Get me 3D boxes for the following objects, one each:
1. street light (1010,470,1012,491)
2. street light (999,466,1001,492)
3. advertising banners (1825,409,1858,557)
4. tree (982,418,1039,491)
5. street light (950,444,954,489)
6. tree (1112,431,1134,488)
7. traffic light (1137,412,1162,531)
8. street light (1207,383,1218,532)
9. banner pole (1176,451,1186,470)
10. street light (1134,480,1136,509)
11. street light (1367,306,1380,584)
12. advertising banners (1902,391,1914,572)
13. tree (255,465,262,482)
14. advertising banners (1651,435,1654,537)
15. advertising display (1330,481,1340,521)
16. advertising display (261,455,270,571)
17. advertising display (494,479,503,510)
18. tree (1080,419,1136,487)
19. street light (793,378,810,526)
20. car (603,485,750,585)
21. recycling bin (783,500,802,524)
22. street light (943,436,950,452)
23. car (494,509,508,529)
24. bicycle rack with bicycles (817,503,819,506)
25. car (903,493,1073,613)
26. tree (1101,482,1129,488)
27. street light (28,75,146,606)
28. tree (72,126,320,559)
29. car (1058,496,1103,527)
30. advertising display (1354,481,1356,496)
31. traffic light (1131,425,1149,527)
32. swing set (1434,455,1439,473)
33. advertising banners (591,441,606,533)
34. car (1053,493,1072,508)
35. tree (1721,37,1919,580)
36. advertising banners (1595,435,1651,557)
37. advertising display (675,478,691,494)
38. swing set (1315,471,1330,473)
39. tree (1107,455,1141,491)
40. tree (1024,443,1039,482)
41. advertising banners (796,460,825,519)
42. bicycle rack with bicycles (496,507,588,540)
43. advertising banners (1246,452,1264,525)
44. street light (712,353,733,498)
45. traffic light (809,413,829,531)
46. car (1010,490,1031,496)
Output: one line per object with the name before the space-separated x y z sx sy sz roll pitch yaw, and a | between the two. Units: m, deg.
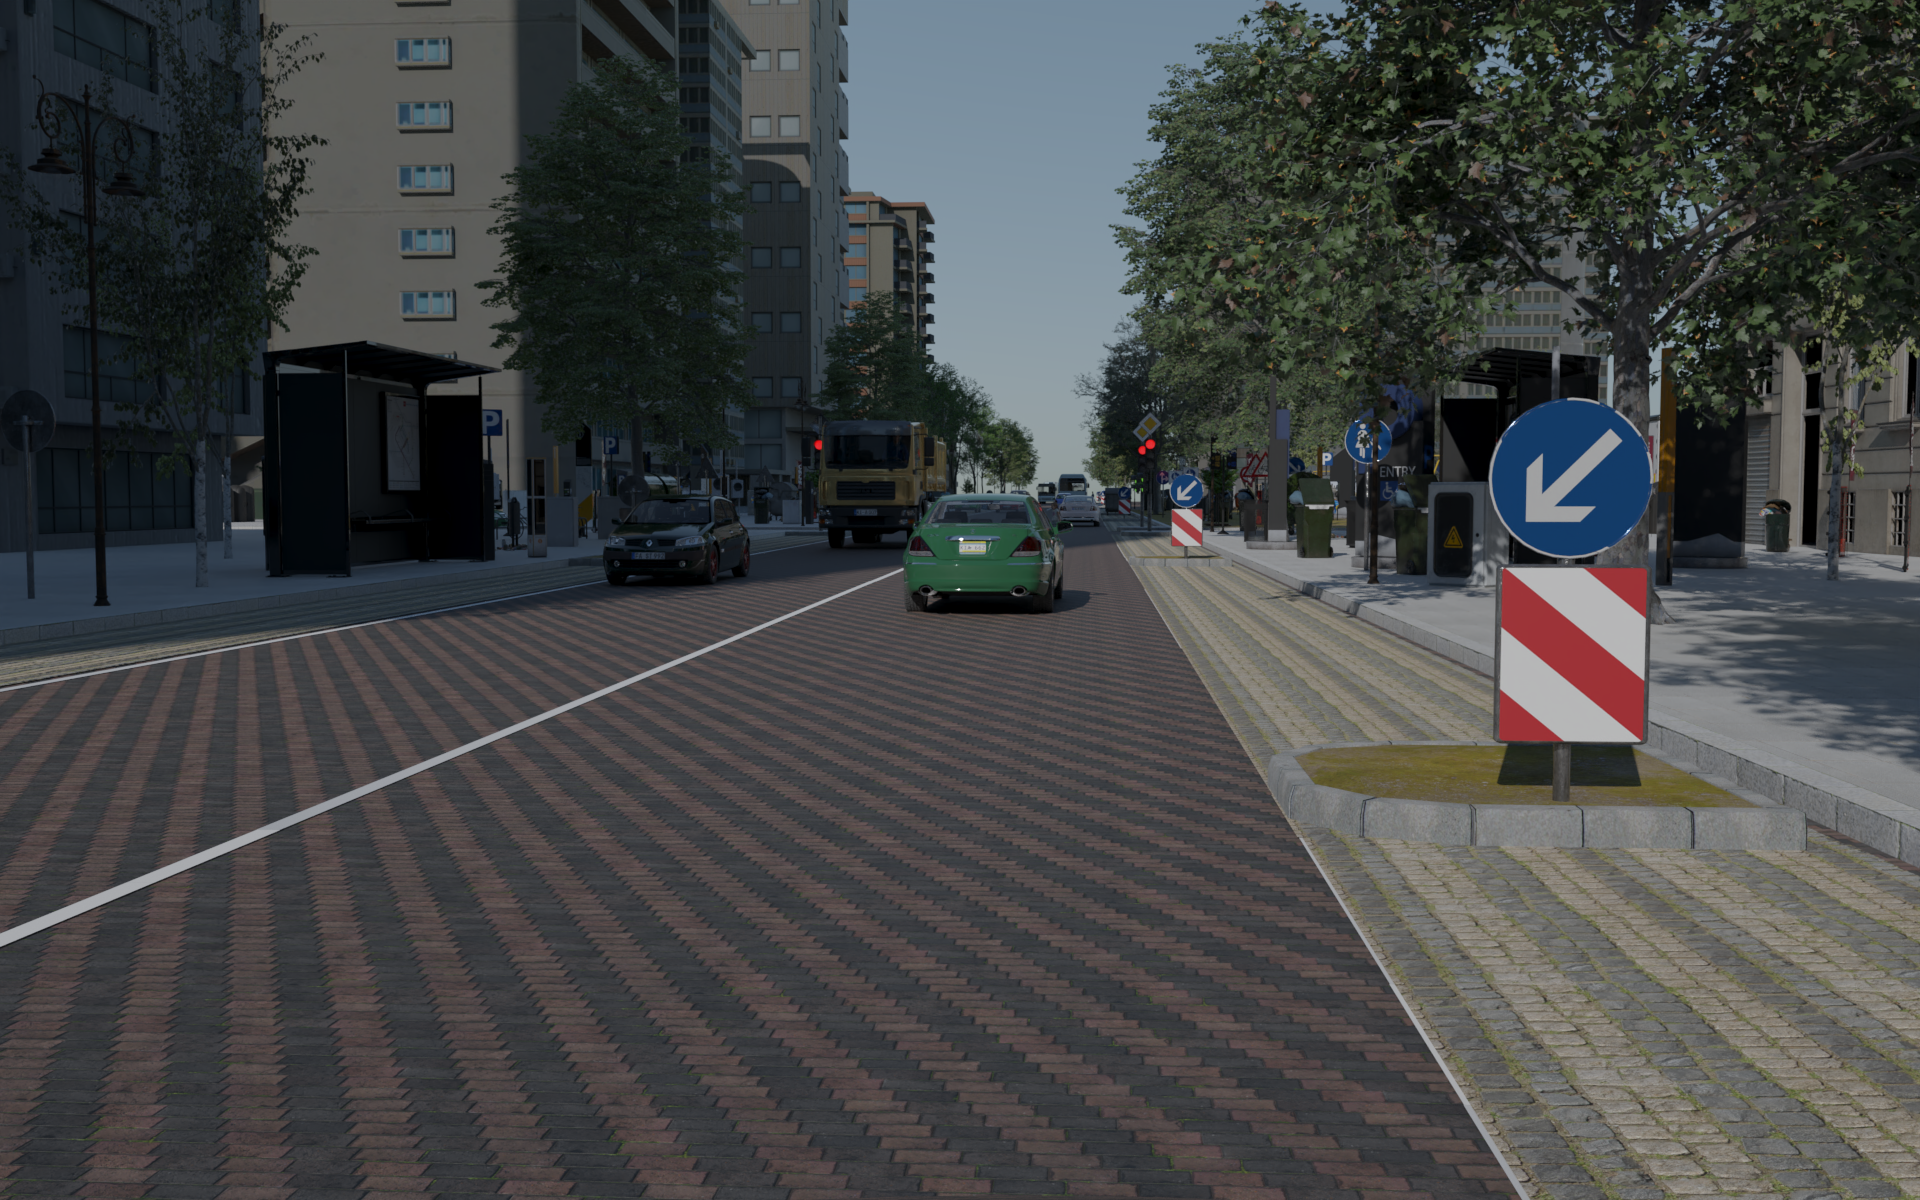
street light | 7.798 -17.746 262.926 0.468 5.910 1.993 0 4 4
street light | 5.314 -15.621 228.198 0.468 5.910 1.993 0 4 4
advertising banners | 17.977 -2.390 35.261 0.090 3.025 2.074 3 5 40
tree | 7.015 -20.691 256.431 7.486 12.596 7.792 0 3 0
street light | -0.684 -10.547 145.224 0.468 5.910 1.993 0 4 4
tree | 17.405 -13.949 178.432 4.737 8.622 4.395 0 3 0
traffic light | 6.499 -4.314 59.454 0.839 4.253 0.868 0 4 4
street light | 8.534 -5.238 58.436 0.468 5.910 1.993 0 4 4
banner pole | 12.878 -6.811 101.379 0.863 3.779 0.401 -2 4 -27
street light | 15.184 -10.862 150.388 0.468 5.910 1.993 0 4 4
street light | 5.917 -3.169 24.609 0.468 5.910 1.993 0 4 4
advertising banners | 15.964 -2.014 29.122 0.090 3.025 2.074 2 4 30
tree | -21.129 -3.648 54.245 1.663 3.219 1.824 0 3 0
advertising banners | 21.121 -3.379 51.427 2.074 3.025 0.090 1 4 18
advertising display | 18.014 -4.832 84.214 0.123 1.923 0.974 -3 5 -41
advertising display | -11.723 -1.476 29.351 0.123 1.923 0.974 -1 4 -19
advertising display | -20.710 -4.371 76.675 0.974 1.923 0.123 1 4 16
tree | 19.741 -17.922 210.031 9.611 12.733 9.660 0 3 0
street light | -6.282 -5.889 69.072 0.468 5.910 1.993 0 4 4
car | -4.644 -1.158 28.726 2.009 1.686 4.222 0 4 5
recycling bin | -7.156 -3.755 73.954 0.722 1.027 0.722 0 4 5
street light | -1.308 -10.096 137.853 0.468 5.910 1.993 0 4 4
car | -19.484 -3.273 65.315 4.920 1.459 2.131 0 4 3
bicycle rack with bicycles | -9.161 -6.819 124.866 2.925 0.926 2.852 0 4 0
car | 0.374 -0.650 22.423 2.131 1.459 4.920 0 4 6
tree | 26.453 -22.739 289.905 7.486 12.596 7.792 0 3 0
street light | -9.847 -2.869 19.698 0.468 5.910 1.993 0 4 4
tree | -14.761 -5.125 34.153 4.737 8.622 4.395 0 3 0
car | 5.351 -3.990 77.602 2.083 1.381 4.827 0 4 5
advertising display | 20.391 -5.038 87.588 0.974 1.923 0.123 -1 4 -11
traffic light | 7.078 -4.801 67.418 0.839 4.253 0.868 0 4 4
swing set | 18.236 -4.350 68.737 3.119 2.851 2.862 -2 4 -34
advertising banners | -11.832 -3.703 56.732 0.090 3.025 2.074 -2 4 -24
car | 8.366 -7.889 138.571 1.945 1.707 3.694 0 4 4
tree | 13.255 -4.598 25.542 4.737 8.622 4.395 0 3 0
advertising banners | 12.976 -2.406 35.519 2.074 3.025 0.090 1 4 19
advertising display | -11.551 -4.042 71.303 0.974 1.923 0.123 0 4 7
swing set | 24.904 -7.316 117.228 2.862 2.851 3.119 -2 4 -35
tree | 21.357 -16.896 226.616 4.360 8.622 3.978 0 3 0
tree | 9.408 -21.467 285.402 7.601 10.594 8.767 1 4 17
advertising banners | -7.544 -5.675 88.966 2.074 3.025 0.090 -3 4 -36
bicycle rack with bicycles | -11.648 -2.187 49.134 2.852 0.926 2.925 2 4 26
advertising banners | 12.386 -4.614 71.624 0.090 3.025 2.074 -1 4 -23
street light | -7.345 -4.958 53.846 0.468 5.910 1.993 0 4 4
traffic light | -4.833 -4.363 60.258 0.839 4.253 0.868 0 4 4
car | 5.455 -9.309 160.872 2.281 1.827 5.304 0 4 5
